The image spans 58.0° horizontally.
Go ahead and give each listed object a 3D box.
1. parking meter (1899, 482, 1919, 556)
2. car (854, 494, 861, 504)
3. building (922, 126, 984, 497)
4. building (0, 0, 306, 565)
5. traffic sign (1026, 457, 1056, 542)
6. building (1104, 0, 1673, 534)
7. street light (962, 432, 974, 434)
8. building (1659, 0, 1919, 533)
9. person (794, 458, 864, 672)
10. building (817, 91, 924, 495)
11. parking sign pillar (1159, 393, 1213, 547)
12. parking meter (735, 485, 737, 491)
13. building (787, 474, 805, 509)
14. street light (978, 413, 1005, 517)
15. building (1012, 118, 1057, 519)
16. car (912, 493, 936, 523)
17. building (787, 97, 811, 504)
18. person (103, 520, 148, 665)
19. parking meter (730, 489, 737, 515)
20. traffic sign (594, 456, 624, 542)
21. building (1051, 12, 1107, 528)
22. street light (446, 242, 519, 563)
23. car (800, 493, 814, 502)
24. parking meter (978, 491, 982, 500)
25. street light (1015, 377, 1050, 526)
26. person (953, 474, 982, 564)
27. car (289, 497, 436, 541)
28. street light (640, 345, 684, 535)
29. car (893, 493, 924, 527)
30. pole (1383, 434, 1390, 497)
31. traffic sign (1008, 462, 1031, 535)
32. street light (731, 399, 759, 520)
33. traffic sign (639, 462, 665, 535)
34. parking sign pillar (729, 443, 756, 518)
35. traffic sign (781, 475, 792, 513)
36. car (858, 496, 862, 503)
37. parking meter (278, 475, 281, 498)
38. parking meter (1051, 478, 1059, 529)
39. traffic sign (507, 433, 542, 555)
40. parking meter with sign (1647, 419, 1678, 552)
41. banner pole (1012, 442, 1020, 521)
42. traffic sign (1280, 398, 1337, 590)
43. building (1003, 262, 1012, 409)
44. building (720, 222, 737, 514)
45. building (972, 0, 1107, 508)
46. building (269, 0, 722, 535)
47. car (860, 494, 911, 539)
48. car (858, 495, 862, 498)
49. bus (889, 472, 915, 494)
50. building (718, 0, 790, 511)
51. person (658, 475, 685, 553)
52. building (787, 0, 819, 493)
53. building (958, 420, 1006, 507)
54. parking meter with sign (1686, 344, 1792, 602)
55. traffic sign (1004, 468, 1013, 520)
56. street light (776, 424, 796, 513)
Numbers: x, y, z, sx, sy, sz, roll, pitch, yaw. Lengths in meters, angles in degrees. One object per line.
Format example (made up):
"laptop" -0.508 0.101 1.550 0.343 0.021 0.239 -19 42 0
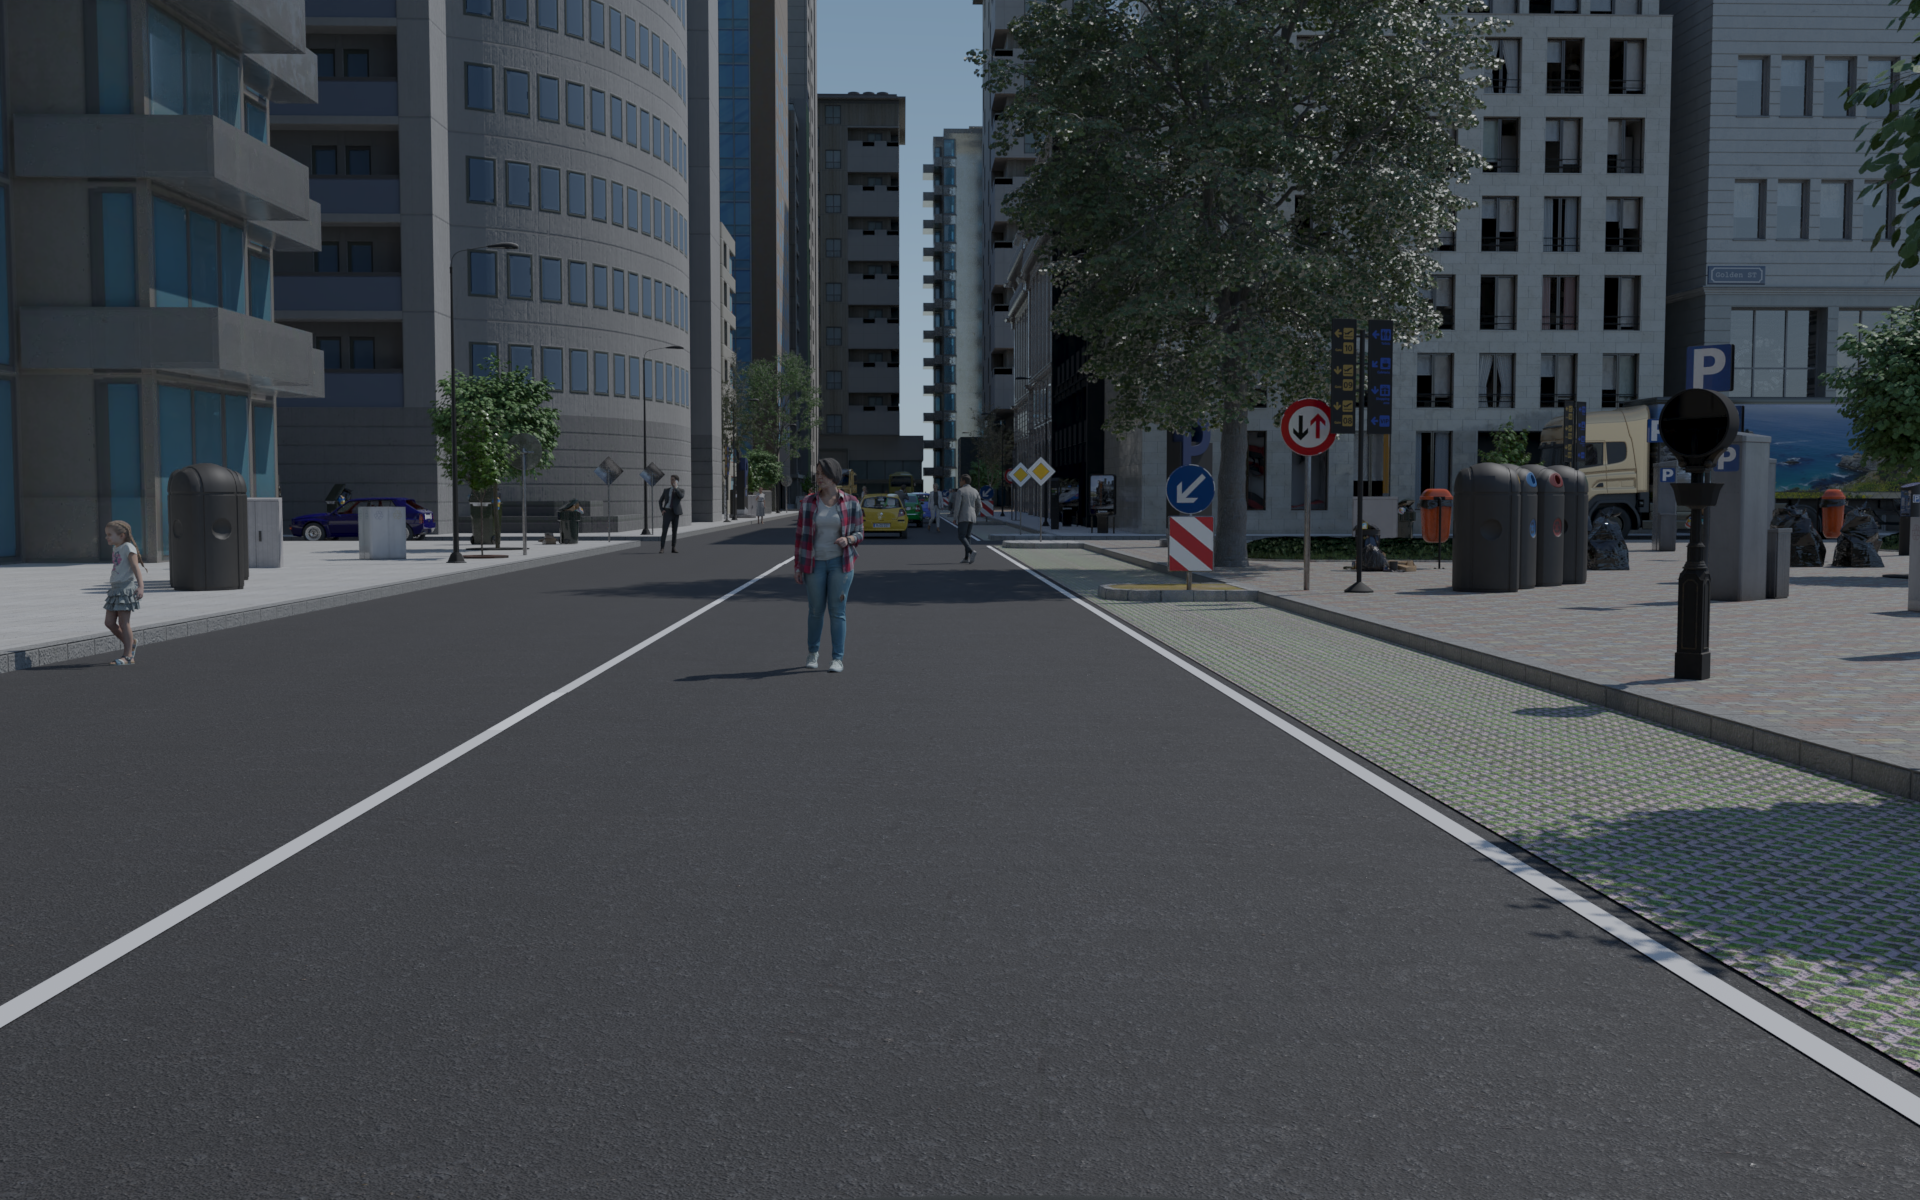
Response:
"parking meter" 19.832 -1.697 36.161 0.372 1.533 0.369 0 3 0
"car" -12.186 -11.426 196.604 2.009 1.686 4.222 0 4 -2
"building" 10.376 -37.050 225.377 30.456 49.044 23.786 0 4 -2
"building" -28.848 -25.125 30.395 30.456 49.044 23.786 0 4 -2
"traffic sign" 2.162 -2.613 46.365 0.795 2.450 0.064 0 4 -2
"building" 14.045 -12.567 60.224 16.860 20.320 10.420 0 4 -2
"street light" 0.846 -9.590 129.332 1.470 5.913 1.316 0 4 -2
"building" 38.441 -17.335 60.925 29.804 29.767 11.434 0 4 -2
"person" -1.062 -0.290 14.077 0.563 1.720 0.643 0 4 3
"building" -18.680 -39.022 227.247 27.495 52.752 28.713 0 4 -2
"parking sign pillar" 5.583 -3.279 42.085 1.447 3.967 1.447 -3 5 -45
"parking meter" -13.728 -6.160 106.421 0.399 1.863 0.255 1 4 13
"building" -30.338 -28.290 154.422 32.217 40.220 23.993 0 4 -2
"street light" 1.896 -7.734 98.993 1.470 5.913 1.316 0 4 -2
"building" 10.360 -15.387 93.376 13.314 21.916 24.055 0 4 -2
"car" -2.007 -4.687 86.216 1.945 1.707 3.694 0 4 -2
"building" -22.436 -29.978 173.740 14.154 41.232 14.086 0 4 -2
"person" -6.965 -0.064 14.561 0.505 1.210 0.382 3 4 36
"parking meter" -12.529 -5.340 95.719 0.372 1.533 0.369 0 3 0
"traffic sign" -9.326 -2.591 46.009 0.795 2.450 0.064 0 4 -2
"building" 10.717 -14.908 73.424 12.332 23.373 15.834 0 4 -2
"street light" -8.840 -3.642 32.090 1.470 5.913 1.316 0 4 -2
"car" -7.658 -5.228 94.522 2.155 1.783 4.494 0 4 -4
"parking meter" 1.399 -7.108 124.618 0.372 1.533 0.369 0 3 0
"street light" 2.870 -5.878 68.651 1.470 5.913 1.316 0 4 -2
"person" 0.186 -1.675 35.734 0.661 1.843 0.795 -3 4 -36
"car" -17.484 -2.334 50.748 3.894 1.354 1.945 0 4 -3
"street light" -9.313 -4.993 54.179 1.470 5.913 1.316 0 4 -2
"car" -2.520 -4.091 75.680 1.959 1.807 4.718 0 4 -2
"pole" 13.624 -3.765 55.398 0.158 3.312 0.155 0 3 0
"traffic sign" 1.900 -3.101 54.346 0.795 2.450 0.064 0 4 -2
"street light" -10.487 -6.849 84.514 1.470 5.913 1.316 0 4 -2
"traffic sign" -9.589 -3.079 53.990 0.795 2.450 0.064 0 4 -2
"parking sign pillar" -11.649 -6.372 92.662 1.447 3.967 1.447 0 4 1
"traffic sign" -11.772 -7.185 117.576 0.768 2.556 0.104 0 4 -1
"car" -9.702 -10.498 181.873 2.015 1.641 3.980 0 4 -3
"parking meter" -17.712 -2.380 44.629 0.399 1.863 0.255 -1 4 -12
"parking meter" 3.448 -3.495 62.855 0.255 1.863 0.399 1 4 12
"traffic sign" -9.120 -2.209 36.227 0.768 2.556 0.104 0 3 0
"parking meter with sign" 16.010 -2.638 39.387 0.543 3.016 1.738 1 4 13
"banner pole" 2.633 -5.724 83.612 0.401 3.779 0.863 1 4 18
"traffic sign" 4.624 -1.402 23.032 0.768 2.556 0.104 0 4 0
"building" 10.276 -16.888 117.915 13.314 21.916 24.055 0 4 -2
"building" -28.734 -15.842 104.055 27.650 21.520 28.899 0 4 -2
"building" 16.028 -34.890 159.686 28.713 52.752 27.495 0 4 -2
"building" -21.394 -32.089 66.659 21.231 58.520 28.212 0 4 -2
"car" -2.601 -2.860 56.978 2.015 1.641 3.980 0 4 -3
"car" -11.314 -11.511 200.776 1.945 1.354 3.894 0 4 0
"bus" -6.422 -12.206 191.114 2.896 3.916 12.252 0 4 -1
"building" -20.762 -29.674 135.286 14.600 45.320 14.200 0 4 -2
"person" -6.989 -2.088 42.008 0.648 1.900 0.474 -1 4 -13
"building" -26.560 -46.144 192.709 20.611 71.187 20.563 0 4 -2
"building" 11.390 -53.519 187.712 22.319 86.520 31.000 0 4 -2
"parking meter with sign" 9.427 -1.505 20.868 1.738 3.016 0.543 -3 4 -39
"traffic sign" 2.570 -5.229 85.597 0.768 2.556 0.104 0 4 -2
"street light" -11.547 -8.704 114.853 1.470 5.913 1.316 0 4 -2
